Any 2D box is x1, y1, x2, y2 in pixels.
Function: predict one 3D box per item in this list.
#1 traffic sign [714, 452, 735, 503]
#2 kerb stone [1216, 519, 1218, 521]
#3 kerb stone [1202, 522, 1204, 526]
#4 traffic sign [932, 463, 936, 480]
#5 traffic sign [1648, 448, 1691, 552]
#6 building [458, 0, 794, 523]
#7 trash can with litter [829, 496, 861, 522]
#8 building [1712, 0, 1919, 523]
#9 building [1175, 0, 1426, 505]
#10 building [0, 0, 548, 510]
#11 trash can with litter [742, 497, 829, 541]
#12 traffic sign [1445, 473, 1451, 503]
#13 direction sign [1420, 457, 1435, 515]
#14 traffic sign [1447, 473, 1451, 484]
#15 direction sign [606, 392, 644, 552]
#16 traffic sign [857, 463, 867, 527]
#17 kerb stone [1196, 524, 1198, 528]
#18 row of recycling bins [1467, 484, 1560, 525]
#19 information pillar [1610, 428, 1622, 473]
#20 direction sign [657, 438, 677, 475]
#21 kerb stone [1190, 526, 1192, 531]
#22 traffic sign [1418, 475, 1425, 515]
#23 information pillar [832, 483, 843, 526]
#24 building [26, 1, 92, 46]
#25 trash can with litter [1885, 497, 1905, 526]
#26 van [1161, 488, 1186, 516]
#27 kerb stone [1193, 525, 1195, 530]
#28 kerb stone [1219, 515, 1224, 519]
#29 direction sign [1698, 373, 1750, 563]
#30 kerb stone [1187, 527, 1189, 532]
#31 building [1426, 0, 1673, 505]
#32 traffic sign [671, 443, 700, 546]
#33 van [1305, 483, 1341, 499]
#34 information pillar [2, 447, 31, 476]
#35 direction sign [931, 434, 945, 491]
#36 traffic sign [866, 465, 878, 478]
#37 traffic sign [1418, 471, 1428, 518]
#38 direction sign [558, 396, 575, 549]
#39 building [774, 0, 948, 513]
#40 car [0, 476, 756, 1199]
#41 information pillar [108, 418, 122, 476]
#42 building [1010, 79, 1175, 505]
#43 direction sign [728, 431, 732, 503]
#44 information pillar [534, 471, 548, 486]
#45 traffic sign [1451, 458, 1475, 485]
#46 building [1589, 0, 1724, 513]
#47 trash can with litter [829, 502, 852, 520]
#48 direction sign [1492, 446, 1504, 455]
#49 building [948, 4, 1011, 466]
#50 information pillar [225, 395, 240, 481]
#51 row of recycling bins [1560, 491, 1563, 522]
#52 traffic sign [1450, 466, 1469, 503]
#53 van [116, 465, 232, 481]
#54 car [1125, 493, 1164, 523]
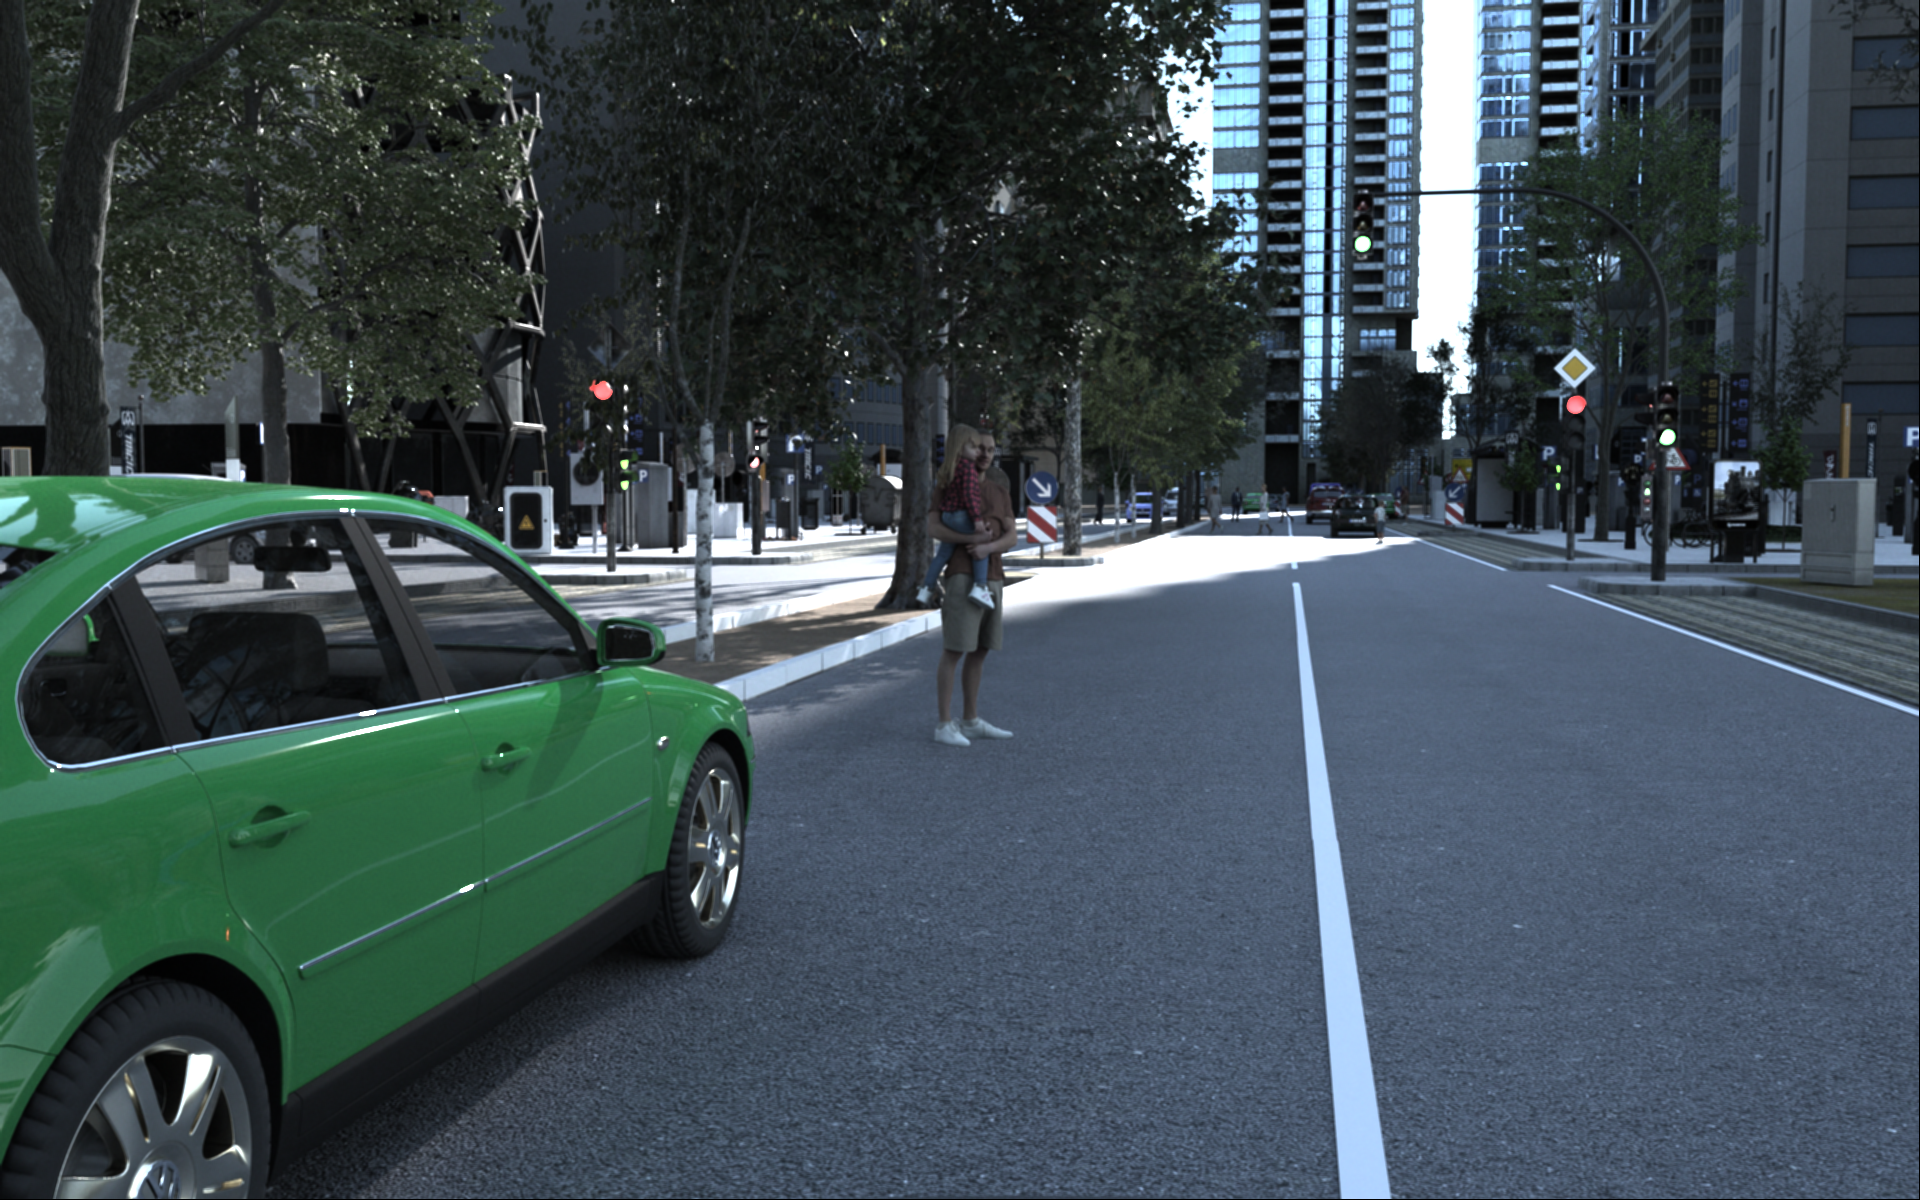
[{"bbox_3d":[-7.125,-3.179,52.077,0.768,2.556,0.104,1,4,18],"label":"traffic sign"},{"bbox_3d":[13.267,-4.185,90.617,0.120,0.150,1.000,1,4,11],"label":"kerb stone"},{"bbox_3d":[10.419,-3.258,75.488,0.120,0.150,1.000,1,4,11],"label":"kerb stone"},{"bbox_3d":[-1.290,-4.217,69.050,0.768,2.556,0.104,1,4,13],"label":"traffic sign"},{"bbox_3d":[15.759,-2.355,38.507,0.884,2.594,0.081,1,4,15],"label":"traffic sign"},{"bbox_3d":[-18.192,-17.996,87.734,14.314,27.812,24.014,1,4,11],"label":"building"},{"bbox_3d":[-5.691,-4.218,80.026,1.678,1.210,2.233,-3,4,-38],"label":"trash can with litter"},{"bbox_3d":[50.203,-33.353,87.318,21.231,58.520,28.212,1,4,11],"label":"building"},{"bbox_3d":[42.980,-55.034,212.476,31.000,86.520,22.319,1,4,11],"label":"building"},{"bbox_3d":[-23.991,-11.902,62.045,16.820,18.784,16.811,1,4,11],"label":"building"},{"bbox_3d":[-5.059,-2.243,47.738,2.233,1.210,1.678,3,5,42],"label":"trash can with litter"},{"bbox_3d":[29.684,-6.406,104.838,0.768,2.556,0.104,1,4,13],"label":"traffic sign"},{"bbox_3d":[28.557,-6.961,105.807,0.876,3.537,0.379,0,4,1],"label":"direction sign"},{"bbox_3d":[28.593,-6.129,100.309,0.768,2.556,0.104,1,4,18],"label":"traffic sign"},{"bbox_3d":[-7.463,-2.843,38.481,0.876,3.537,0.379,-1,4,-13],"label":"direction sign"},{"bbox_3d":[-4.023,-4.178,68.414,0.768,2.556,0.104,1,4,17],"label":"traffic sign"},{"bbox_3d":[9.471,-2.943,70.432,0.120,0.150,1.000,1,4,11],"label":"kerb stone"},{"bbox_3d":[23.238,-4.028,72.974,3.534,1.692,1.069,1,4,11],"label":"row of recycling bins"},{"bbox_3d":[23.410,-4.312,61.857,0.183,3.616,0.504,-1,4,-22],"label":"information pillar"},{"bbox_3d":[-11.781,-4.756,69.759,0.876,3.537,0.379,1,4,20],"label":"direction sign"},{"bbox_3d":[8.704,-2.704,66.399,0.120,0.150,1.000,1,4,11],"label":"kerb stone"},{"bbox_3d":[28.635,-6.533,106.926,0.768,2.556,0.104,1,4,14],"label":"traffic sign"},{"bbox_3d":[-4.868,-3.929,68.724,0.304,2.012,0.304,3,4,39],"label":"information pillar"},{"bbox_3d":[-53.775,-16.155,68.653,34.151,26.468,19.350,1,4,11],"label":"building"},{"bbox_3d":[37.584,-3.538,69.237,1.055,1.170,0.624,2,4,28],"label":"trash can with litter"},{"bbox_3d":[14.530,-6.666,116.007,2.013,2.044,4.112,1,4,11],"label":"van"},{"bbox_3d":[9.081,-2.825,68.414,0.120,0.150,1.000,1,4,11],"label":"kerb stone"},{"bbox_3d":[14.791,-4.677,98.671,0.120,0.150,1.000,1,4,11],"label":"kerb stone"},{"bbox_3d":[14.315,-2.478,32.510,0.876,3.537,0.379,1,4,10],"label":"direction sign"},{"bbox_3d":[8.322,-2.580,64.374,0.120,0.150,1.000,1,4,11],"label":"kerb stone"},{"bbox_3d":[73.360,-54.656,206.301,31.000,86.520,22.319,1,4,11],"label":"building"},{"bbox_3d":[-6.761,-2.600,42.618,0.768,2.556,0.104,1,4,13],"label":"traffic sign"},{"bbox_3d":[21.253,-5.900,100.845,2.240,2.365,5.245,1,4,11],"label":"van"},{"bbox_3d":[-14.789,-1.389,27.200,0.304,2.012,0.304,2,4,35],"label":"information pillar"},{"bbox_3d":[-0.998,-4.521,65.917,0.876,3.537,0.379,1,4,19],"label":"direction sign"},{"bbox_3d":[-3.925,-4.562,74.699,0.768,2.556,0.104,1,4,14],"label":"traffic sign"},{"bbox_3d":[25.357,-5.769,94.335,0.884,2.594,0.081,1,4,11],"label":"traffic sign"},{"bbox_3d":[-9.224,-2.967,40.507,0.379,3.537,0.876,-2,4,-31],"label":"direction sign"},{"bbox_3d":[-13.887,-35.841,127.999,21.231,58.520,28.212,1,4,11],"label":"building"},{"bbox_3d":[-1.863,0.284,4.158,1.959,1.807,4.718,1,4,11],"label":"car"},{"bbox_3d":[-24.879,-3.661,51.216,0.183,3.616,0.504,2,4,34],"label":"information pillar"},{"bbox_3d":[14.832,-38.705,222.063,27.495,52.752,28.713,1,4,11],"label":"building"},{"bbox_3d":[-8.050,-4.206,60.757,0.379,3.537,0.876,0,4,0],"label":"direction sign"},{"bbox_3d":[-13.247,-3.075,54.761,0.304,2.012,0.304,2,4,31],"label":"information pillar"},{"bbox_3d":[28.947,-6.365,97.946,2.265,3.308,0.079,1,4,13],"label":"traffic sign"},{"bbox_3d":[61.862,-26.153,119.483,32.217,40.220,23.993,1,4,11],"label":"building"},{"bbox_3d":[-5.900,-4.535,85.529,1.055,1.170,0.624,-3,4,-37],"label":"trash can with litter"},{"bbox_3d":[25.259,-5.473,81.486,0.876,3.537,0.379,-2,4,-31],"label":"direction sign"},{"bbox_3d":[-7.186,-33.131,165.400,21.600,48.544,21.300,1,4,11],"label":"building"},{"bbox_3d":[-17.234,-3.041,41.081,0.504,3.616,0.183,3,4,37],"label":"information pillar"},{"bbox_3d":[27.665,-4.481,80.383,1.069,1.692,3.534,0,4,-7],"label":"row of recycling bins"},{"bbox_3d":[23.380,-4.961,81.120,0.884,2.594,0.081,1,4,11],"label":"traffic sign"},{"bbox_3d":[-15.149,-1.713,35.015,4.112,2.044,2.013,1,4,12],"label":"van"},{"bbox_3d":[9.324,-4.760,87.413,1.945,1.707,3.694,1,4,9],"label":"car"}]
